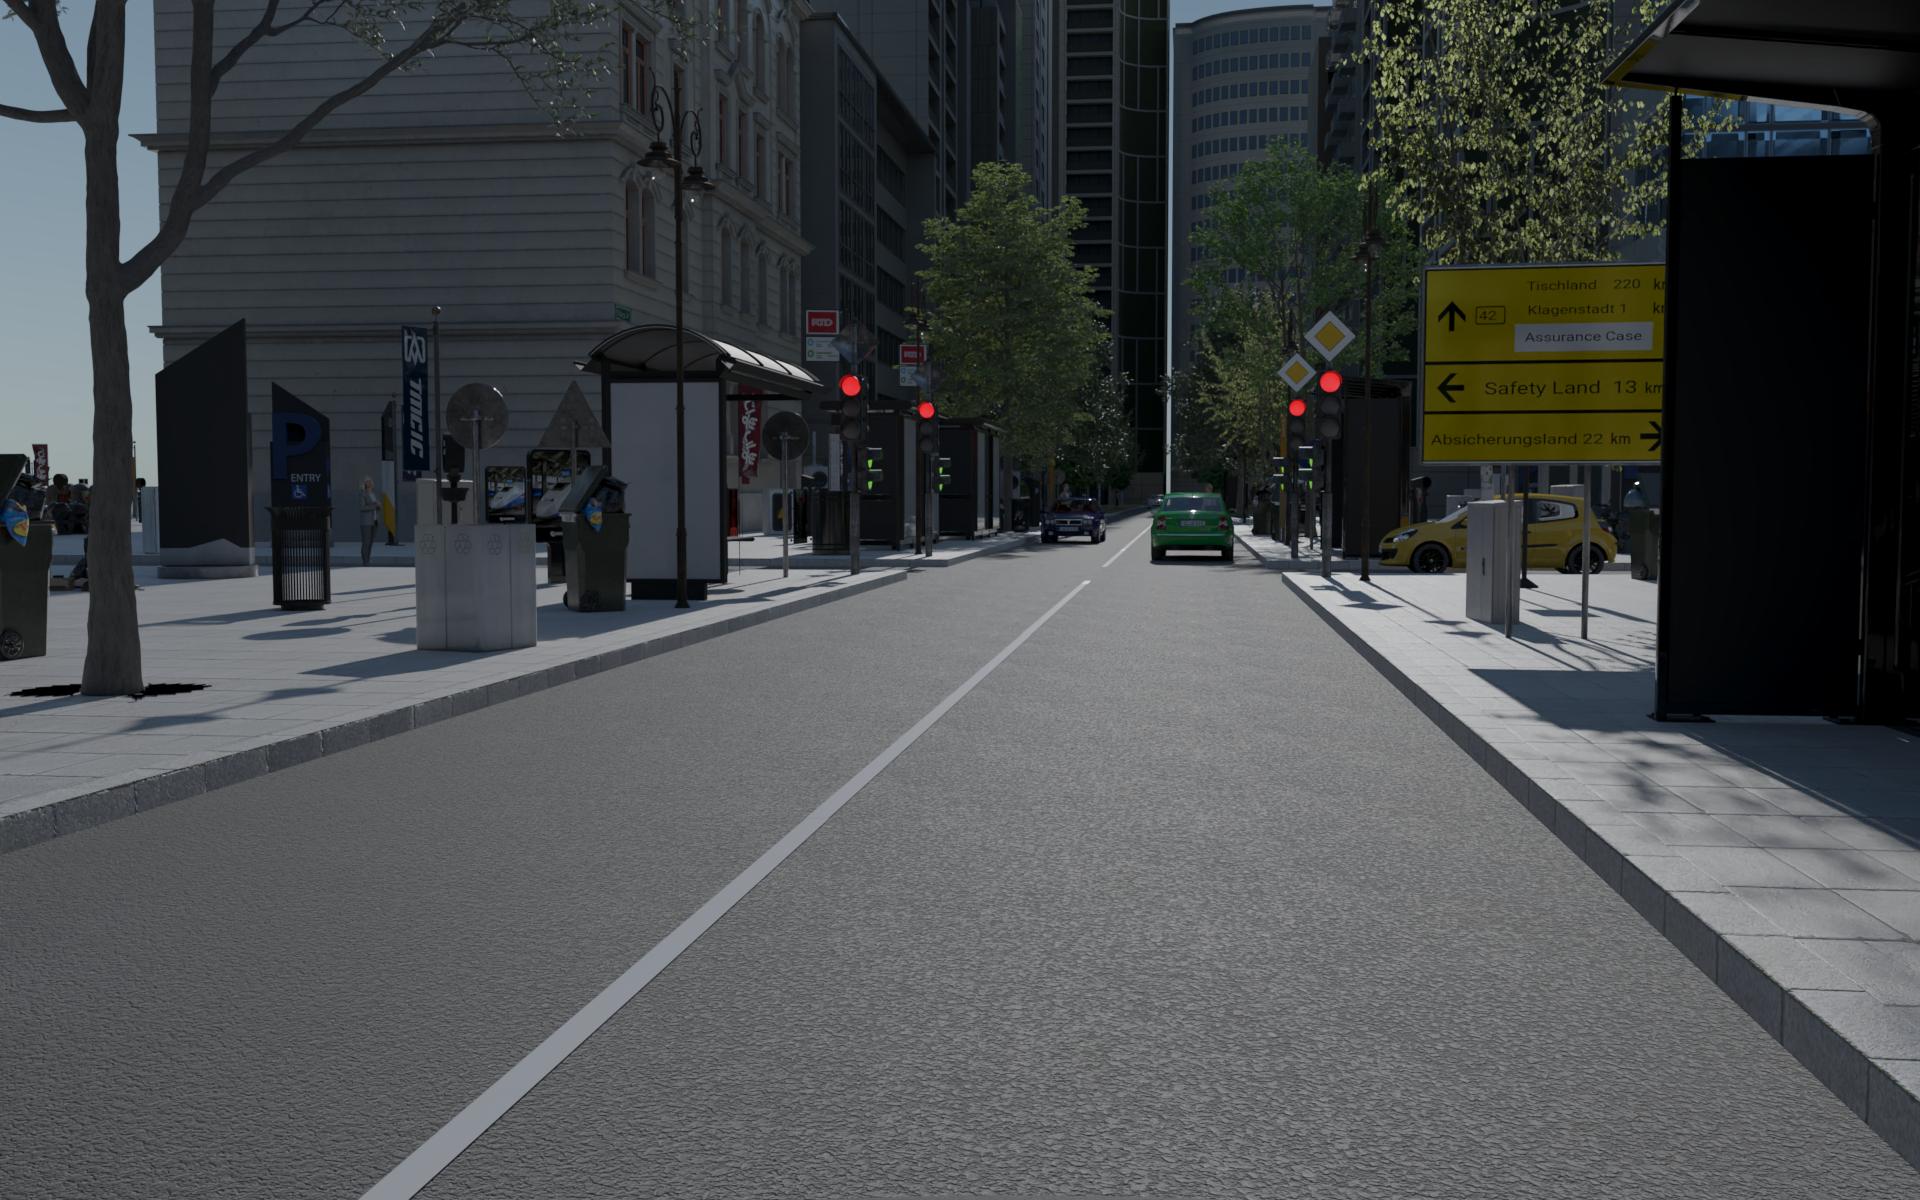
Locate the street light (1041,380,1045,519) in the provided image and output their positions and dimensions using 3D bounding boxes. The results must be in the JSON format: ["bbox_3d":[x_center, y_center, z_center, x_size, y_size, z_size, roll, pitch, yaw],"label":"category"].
[{"bbox_3d":[3.371,-5.939,69.891,0.468,5.910,1.993,0,4,7],"label":"street light"}]

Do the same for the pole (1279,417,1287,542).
[{"bbox_3d":[8.591,-3.191,46.024,0.158,3.312,0.155,0,3,0],"label":"pole"}]

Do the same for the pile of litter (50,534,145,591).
[{"bbox_3d":[-11.700,-0.566,23.213,1.719,0.858,1.176,3,5,42],"label":"pile of litter"}]

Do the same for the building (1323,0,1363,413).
[{"bbox_3d":[42.130,-32.064,143.860,23.786,49.044,30.456,0,4,7],"label":"building"}]

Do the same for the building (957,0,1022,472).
[{"bbox_3d":[-2.720,-27.852,138.973,14.154,41.232,14.086,0,4,7],"label":"building"}]

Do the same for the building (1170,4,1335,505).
[{"bbox_3d":[39.625,-40.753,208.315,28.212,58.520,21.231,0,4,7],"label":"building"}]

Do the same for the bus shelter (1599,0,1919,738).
[{"bbox_3d":[4.049,-0.941,6.670,1.731,3.624,6.357,0,4,7],"label":"bus shelter"}]

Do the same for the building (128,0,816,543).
[{"bbox_3d":[-13.599,-16.432,56.045,14.401,28.519,23.554,0,4,7],"label":"building"}]

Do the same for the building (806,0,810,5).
[{"bbox_3d":[-8.718,-41.781,121.379,20.563,71.187,20.611,0,4,7],"label":"building"}]

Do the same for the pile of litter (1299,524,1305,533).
[{"bbox_3d":[10.840,-2.611,56.659,1.719,0.858,1.176,0,4,0],"label":"pile of litter"}]

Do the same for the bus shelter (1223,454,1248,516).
[{"bbox_3d":[16.310,-6.851,103.289,1.731,3.624,6.357,0,4,8],"label":"bus shelter"}]

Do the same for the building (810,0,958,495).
[{"bbox_3d":[-1.980,-44.673,168.647,20.611,71.187,20.563,0,4,7],"label":"building"}]

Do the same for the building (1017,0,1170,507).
[{"bbox_3d":[14.920,-47.234,210.535,20.611,71.187,20.563,0,4,7],"label":"building"}]

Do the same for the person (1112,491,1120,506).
[{"bbox_3d":[17.278,-11.162,191.012,1.348,1.823,0.705,-3,5,-43],"label":"person"}]

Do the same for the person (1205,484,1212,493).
[{"bbox_3d":[7.655,-2.704,53.381,0.731,1.740,0.598,3,5,40],"label":"person"}]

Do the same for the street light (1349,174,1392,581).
[{"bbox_3d":[5.989,-3.220,25.437,0.468,5.910,1.993,0,4,7],"label":"street light"}]

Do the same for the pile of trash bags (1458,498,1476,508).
[{"bbox_3d":[16.301,-2.546,51.385,3.447,1.369,1.912,2,4,26],"label":"pile of trash bags"}]

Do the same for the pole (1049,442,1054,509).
[{"bbox_3d":[3.569,-4.519,67.727,0.158,3.312,0.155,0,3,0],"label":"pole"}]

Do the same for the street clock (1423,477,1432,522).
[{"bbox_3d":[19.277,-4.111,71.784,0.471,2.002,0.358,0,4,0],"label":"street clock"}]

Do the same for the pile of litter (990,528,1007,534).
[{"bbox_3d":[0.629,-2.603,56.522,1.719,0.858,1.176,1,4,14],"label":"pile of litter"}]

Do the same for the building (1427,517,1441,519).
[{"bbox_3d":[34.055,-39.930,91.102,20.563,71.187,20.611,0,4,7],"label":"building"}]

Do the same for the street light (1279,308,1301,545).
[{"bbox_3d":[8.202,-4.305,43.180,0.468,5.910,1.993,0,4,7],"label":"street light"}]

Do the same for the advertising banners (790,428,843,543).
[{"bbox_3d":[-3.660,-3.028,45.688,0.090,3.025,2.074,3,5,45],"label":"advertising banners"}]

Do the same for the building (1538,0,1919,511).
[{"bbox_3d":[33.683,-45.024,48.811,31.000,86.520,22.319,0,4,7],"label":"building"}]

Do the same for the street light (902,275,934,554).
[{"bbox_3d":[-0.883,-3.910,36.717,0.468,5.910,1.993,0,4,7],"label":"street light"}]

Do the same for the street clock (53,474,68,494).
[{"bbox_3d":[-31.737,-3.461,61.157,0.471,2.002,0.358,1,4,15],"label":"street clock"}]

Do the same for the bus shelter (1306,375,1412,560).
[{"bbox_3d":[8.387,-2.780,36.742,1.731,3.624,6.357,0,4,8],"label":"bus shelter"}]

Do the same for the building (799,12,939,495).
[{"bbox_3d":[-10.090,-16.151,83.128,14.314,24.678,30.058,0,4,7],"label":"building"}]

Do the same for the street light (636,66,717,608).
[{"bbox_3d":[-3.130,-2.847,19.338,0.468,5.910,1.993,0,4,7],"label":"street light"}]

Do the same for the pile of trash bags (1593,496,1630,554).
[{"bbox_3d":[14.448,-1.728,38.001,3.447,1.369,1.912,1,4,9],"label":"pile of trash bags"}]

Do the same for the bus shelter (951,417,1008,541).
[{"bbox_3d":[-0.201,-4.358,48.882,2.179,5.291,8.768,0,4,8],"label":"bus shelter"}]

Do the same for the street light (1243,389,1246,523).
[{"bbox_3d":[12.498,-6.308,75.921,0.468,5.910,1.993,0,4,7],"label":"street light"}]

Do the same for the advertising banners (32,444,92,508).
[{"bbox_3d":[-31.168,-3.922,60.306,2.074,3.025,0.090,-1,4,-9],"label":"advertising banners"}]

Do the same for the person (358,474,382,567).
[{"bbox_3d":[-10.914,-1.436,32.168,0.526,1.800,0.537,2,4,32],"label":"person"}]

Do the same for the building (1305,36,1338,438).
[{"bbox_3d":[40.778,-31.601,166.794,14.600,45.320,14.200,0,4,7],"label":"building"}]

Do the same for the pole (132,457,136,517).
[{"bbox_3d":[-45.319,-6.187,94.996,0.158,3.312,0.155,0,3,0],"label":"pole"}]

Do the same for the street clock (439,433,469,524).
[{"bbox_3d":[-5.993,-0.977,20.537,0.358,2.002,0.471,-1,4,-21],"label":"street clock"}]

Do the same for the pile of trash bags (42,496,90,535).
[{"bbox_3d":[-28.768,-2.729,54.380,3.447,1.369,1.912,-3,5,-43],"label":"pile of trash bags"}]

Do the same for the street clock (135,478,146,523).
[{"bbox_3d":[-36.199,-4.404,76.571,0.358,2.002,0.471,0,4,6],"label":"street clock"}]

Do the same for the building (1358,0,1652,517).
[{"bbox_3d":[36.670,-41.587,118.195,20.563,71.187,20.611,0,4,7],"label":"building"}]

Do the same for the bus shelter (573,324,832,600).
[{"bbox_3d":[-3.272,-1.803,23.409,2.014,3.302,5.546,0,4,7],"label":"bus shelter"}]

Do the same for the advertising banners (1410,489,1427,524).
[{"bbox_3d":[10.477,-2.731,40.836,0.090,3.025,2.074,3,5,43],"label":"advertising banners"}]

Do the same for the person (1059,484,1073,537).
[{"bbox_3d":[3.560,-2.985,57.858,0.362,1.759,0.519,3,5,45],"label":"person"}]

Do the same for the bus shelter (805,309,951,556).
[{"bbox_3d":[-1.937,-3.827,40.209,2.179,5.291,8.768,0,4,7],"label":"bus shelter"}]

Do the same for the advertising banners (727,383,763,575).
[{"bbox_3d":[-3.922,-1.922,27.615,2.074,3.025,0.090,2,4,33],"label":"advertising banners"}]
